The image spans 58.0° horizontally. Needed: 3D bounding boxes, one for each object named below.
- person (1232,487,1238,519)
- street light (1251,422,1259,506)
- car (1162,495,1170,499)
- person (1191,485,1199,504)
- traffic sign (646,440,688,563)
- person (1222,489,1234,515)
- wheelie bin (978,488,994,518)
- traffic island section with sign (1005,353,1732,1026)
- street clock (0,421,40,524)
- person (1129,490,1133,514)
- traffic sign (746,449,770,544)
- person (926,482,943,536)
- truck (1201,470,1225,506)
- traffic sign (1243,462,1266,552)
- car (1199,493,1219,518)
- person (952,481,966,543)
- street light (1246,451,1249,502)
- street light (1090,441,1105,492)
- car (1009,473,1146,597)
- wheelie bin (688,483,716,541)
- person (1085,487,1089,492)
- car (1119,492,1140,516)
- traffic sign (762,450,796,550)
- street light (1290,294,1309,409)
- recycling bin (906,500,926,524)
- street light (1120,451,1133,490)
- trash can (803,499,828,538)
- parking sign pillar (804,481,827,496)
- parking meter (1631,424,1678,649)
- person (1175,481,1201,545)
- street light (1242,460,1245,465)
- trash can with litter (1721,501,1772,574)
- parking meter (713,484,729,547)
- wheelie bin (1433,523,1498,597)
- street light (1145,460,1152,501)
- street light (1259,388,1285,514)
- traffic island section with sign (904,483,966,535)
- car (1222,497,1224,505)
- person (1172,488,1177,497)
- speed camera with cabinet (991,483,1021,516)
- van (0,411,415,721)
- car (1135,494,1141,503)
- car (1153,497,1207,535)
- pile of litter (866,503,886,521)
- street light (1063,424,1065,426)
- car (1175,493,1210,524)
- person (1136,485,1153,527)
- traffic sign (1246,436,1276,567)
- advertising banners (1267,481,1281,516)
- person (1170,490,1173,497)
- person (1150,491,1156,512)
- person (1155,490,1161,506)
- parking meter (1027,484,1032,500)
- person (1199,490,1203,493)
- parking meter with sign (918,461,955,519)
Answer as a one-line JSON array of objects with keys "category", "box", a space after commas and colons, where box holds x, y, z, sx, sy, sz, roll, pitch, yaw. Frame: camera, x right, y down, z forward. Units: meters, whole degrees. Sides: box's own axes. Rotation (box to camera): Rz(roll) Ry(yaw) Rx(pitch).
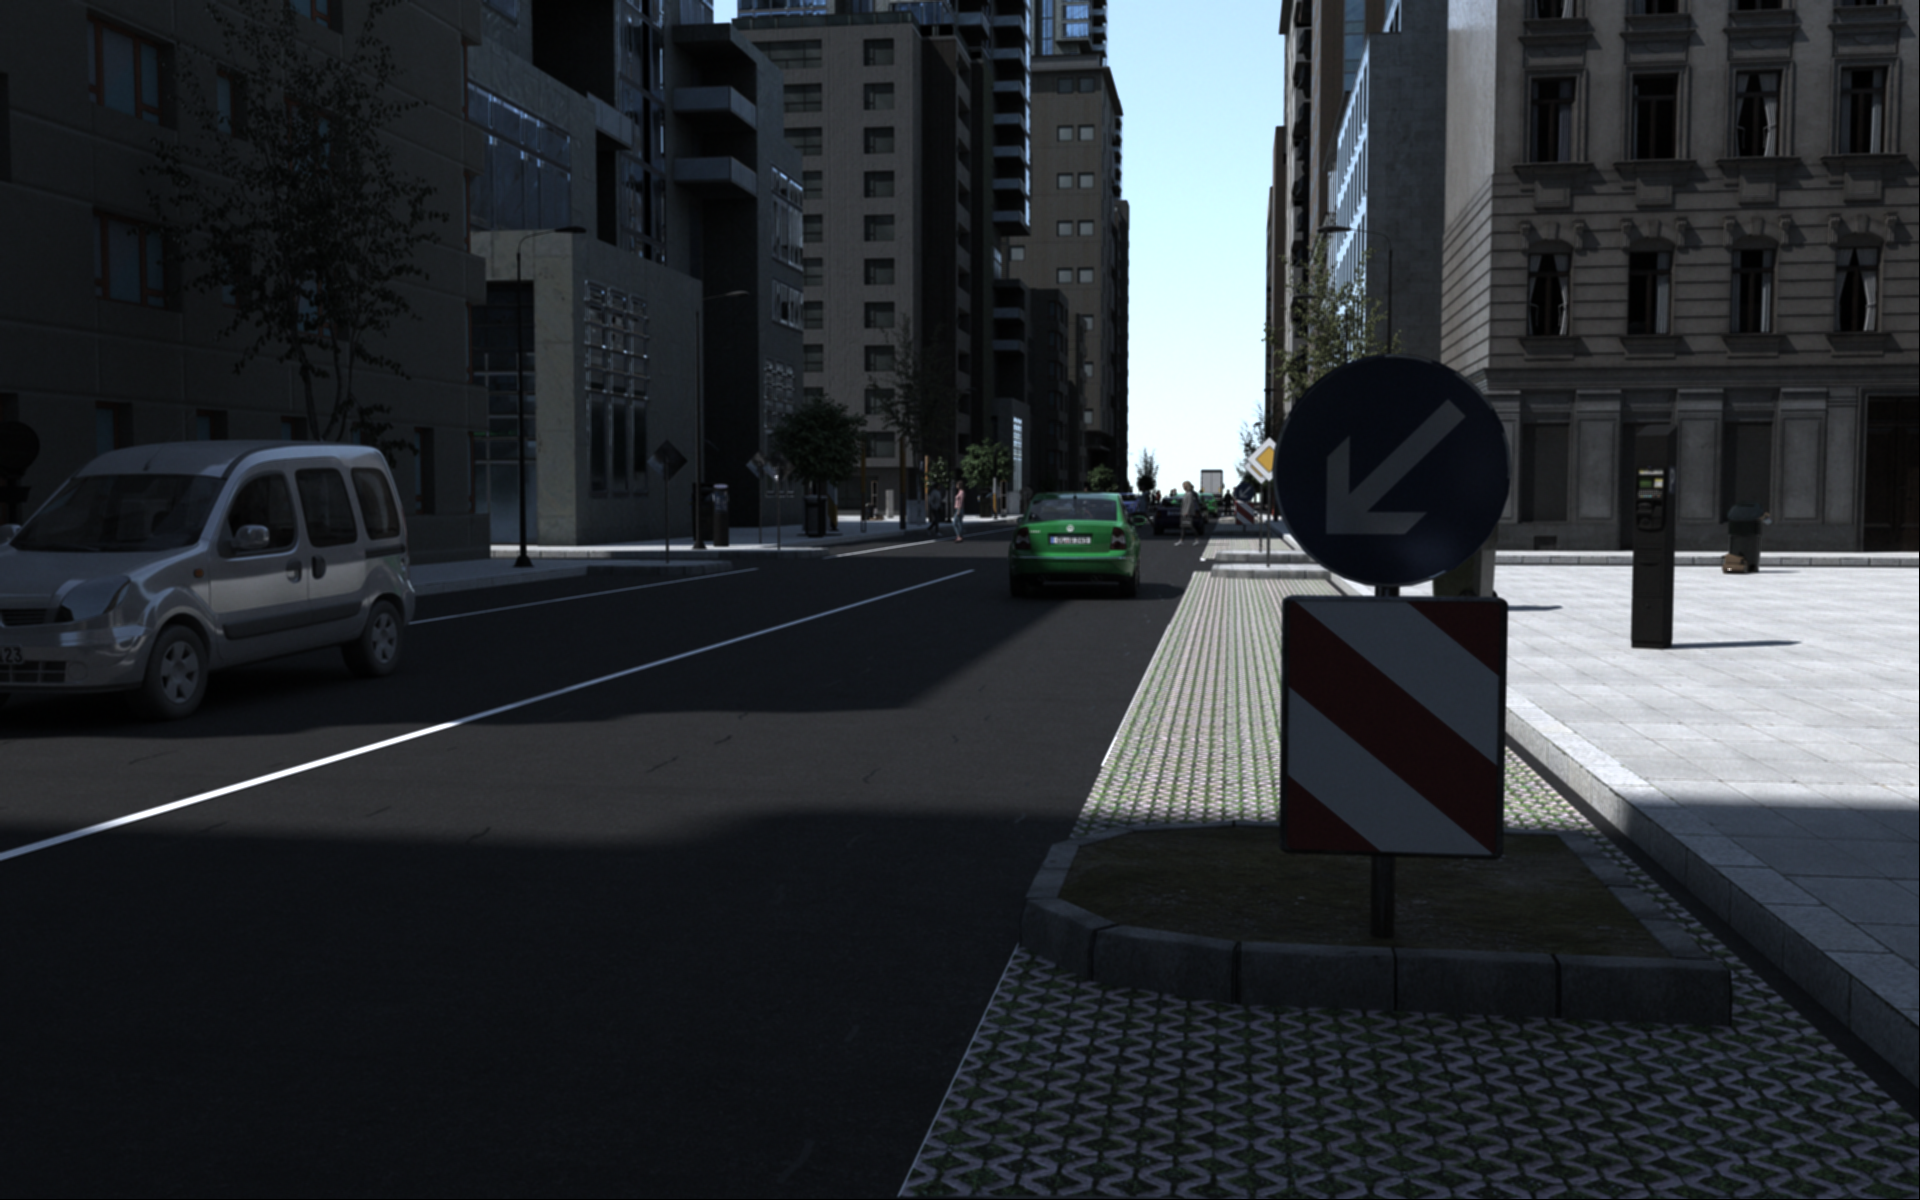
[{"category": "person", "box": [16.006, -5.635, 100.437, 0.447, 1.846, 0.655, -1, 4, -22]}, {"category": "street light", "box": [20.155, -8.712, 114.975, 1.470, 5.913, 1.316, 1, 4, 9]}, {"category": "car", "box": [25.891, -12.290, 213.523, 1.945, 1.354, 3.894, 1, 4, 8]}, {"category": "person", "box": [9.609, -3.884, 72.120, 0.709, 1.813, 0.853, -2, 4, -27]}, {"category": "traffic sign", "box": [-5.410, -1.734, 31.999, 0.795, 2.450, 0.064, 1, 4, 9]}, {"category": "person", "box": [18.765, -6.853, 121.092, 0.434, 1.755, 0.990, -3, 5, -40]}, {"category": "wheelie bin", "box": [1.419, -5.265, 93.997, 0.980, 1.594, 0.693, 1, 4, 11]}, {"category": "traffic island section with sign", "box": [1.237, 0.178, 5.710, 1.989, 1.847, 2.006, 1, 4, 9]}, {"category": "street clock", "box": [-9.461, -0.779, 17.304, 0.358, 2.002, 0.471, 3, 5, 42]}, {"category": "person", "box": [12.234, -6.949, 122.831, 0.721, 1.735, 1.217, 1, 4, 10]}, {"category": "traffic sign", "box": [-5.175, -2.672, 44.871, 0.795, 2.450, 0.064, 1, 4, 13]}, {"category": "person", "box": [-0.895, -3.129, 59.508, 0.795, 1.843, 0.661, 2, 4, 29]}, {"category": "truck", "box": [29.791, -13.195, 204.649, 2.839, 4.237, 11.283, 1, 4, 9]}, {"category": "traffic sign", "box": [6.636, -2.112, 38.180, 0.795, 2.450, 0.064, 1, 4, 9]}, {"category": "car", "box": [14.732, -5.890, 105.095, 1.959, 1.807, 4.718, 0, 4, 8]}, {"category": "person", "box": [-0.030, -2.612, 51.217, 0.388, 1.821, 0.555, -1, 4, -16]}, {"category": "street light", "box": [25.888, -10.912, 150.954, 1.470, 5.913, 1.316, 1, 4, 9]}, {"category": "street light", "box": [12.001, -10.993, 152.269, 1.470, 5.913, 1.316, 1, 4, 9]}, {"category": "car", "box": [1.758, -1.026, 25.578, 1.959, 1.807, 4.718, 0, 4, 7]}, {"category": "wheelie bin", "box": [-6.980, -2.420, 47.475, 0.980, 1.594, 0.693, 0, 4, 1]}, {"category": "person", "box": [7.182, -5.440, 97.545, 0.778, 1.811, 0.616, 3, 4, 37]}, {"category": "car", "box": [11.145, -6.537, 116.466, 1.945, 1.707, 3.694, 1, 4, 11]}, {"category": "traffic sign", "box": [-4.174, -2.217, 39.889, 0.795, 2.450, 0.064, 1, 4, 9]}, {"category": "street light", "box": [8.407, -4.144, 40.288, 1.470, 5.913, 1.316, 1, 4, 9]}, {"category": "recycling bin", "box": [-1.880, -3.772, 74.233, 0.722, 1.027, 0.722, -1, 4, -15]}, {"category": "street light", "box": [19.073, -13.772, 197.720, 1.470, 5.913, 1.316, 1, 4, 9]}, {"category": "trash can", "box": [-4.272, -2.420, 51.212, 0.748, 1.137, 0.748, 0, 3, 0]}, {"category": "parking sign pillar", "box": [-6.979, -5.733, 82.203, 1.447, 3.967, 1.447, 0, 4, -4]}, {"category": "parking meter", "box": [5.785, -0.533, 14.432, 0.255, 1.863, 0.399, 2, 4, 35]}, {"category": "person", "box": [6.390, -2.428, 48.376, 0.728, 1.800, 0.709, 0, 4, -4]}, {"category": "street light", "box": [33.192, -13.793, 198.061, 1.470, 5.913, 1.316, 1, 4, 9]}, {"category": "trash can with litter", "box": [12.737, -1.022, 28.094, 0.624, 1.170, 1.055, 2, 4, 34]}, {"category": "parking meter", "box": [-5.841, -2.075, 42.335, 0.372, 1.533, 0.369, 0, 3, 0]}, {"category": "wheelie bin", "box": [5.549, -0.688, 19.153, 0.693, 1.594, 0.980, 3, 4, 37]}, {"category": "street light", "box": [24.774, -16.005, 234.214, 1.470, 5.913, 1.316, 1, 4, 9]}, {"category": "street light", "box": [14.031, -6.342, 76.230, 1.470, 5.913, 1.316, 1, 4, 9]}, {"category": "traffic island section with sign", "box": [-0.828, -3.229, 61.416, 1.989, 1.847, 2.006, 1, 4, 9]}, {"category": "car", "box": [33.053, -12.937, 223.519, 2.014, 1.417, 4.499, 0, 4, 7]}, {"category": "person", "box": [13.149, -5.973, 106.560, 0.834, 1.777, 0.661, 1, 4, 22]}, {"category": "speed camera with cabinet", "box": [2.751, -6.721, 104.219, 2.038, 3.252, 0.660, -3, 5, -40]}, {"category": "van", "box": [-5.530, -0.327, 12.365, 2.013, 2.044, 4.112, 1, 4, 10]}, {"category": "car", "box": [18.370, -10.571, 182.619, 2.009, 1.686, 4.222, 1, 4, 9]}, {"category": "car", "box": [7.855, -3.019, 61.947, 1.945, 1.354, 3.894, 1, 4, 9]}, {"category": "pile of litter", "box": [-4.167, -4.313, 84.484, 1.176, 0.858, 1.719, 3, 5, 40]}, {"category": "street light", "box": [6.312, -8.747, 115.556, 1.470, 5.913, 1.316, 1, 4, 9]}, {"category": "car", "box": [11.320, -4.688, 85.444, 1.959, 1.807, 4.718, 1, 4, 10]}, {"category": "person", "box": [7.946, -4.046, 74.746, 0.778, 1.811, 0.616, -1, 4, -15]}, {"category": "traffic sign", "box": [5.399, -1.630, 30.291, 0.795, 2.450, 0.064, 1, 4, 9]}, {"category": "advertising banners", "box": [18.264, -6.388, 100.626, 0.090, 3.025, 2.074, -1, 4, -13]}, {"category": "person", "box": [18.653, -8.796, 152.335, 0.705, 1.821, 1.348, 0, 4, 6]}, {"category": "person", "box": [15.688, -8.014, 140.444, 0.530, 1.710, 0.541, 0, 4, -5]}, {"category": "person", "box": [19.023, -9.633, 165.931, 0.705, 1.831, 1.348, 2, 4, 27]}, {"category": "parking meter", "box": [4.200, -6.099, 105.431, 0.255, 1.863, 0.399, 2, 4, 29]}, {"category": "person", "box": [16.980, -6.851, 121.297, 0.721, 1.735, 1.217, 1, 4, 22]}, {"category": "parking meter with sign", "box": [-1.285, -5.799, 91.075, 1.738, 3.016, 0.543, 2, 4, 26]}]
